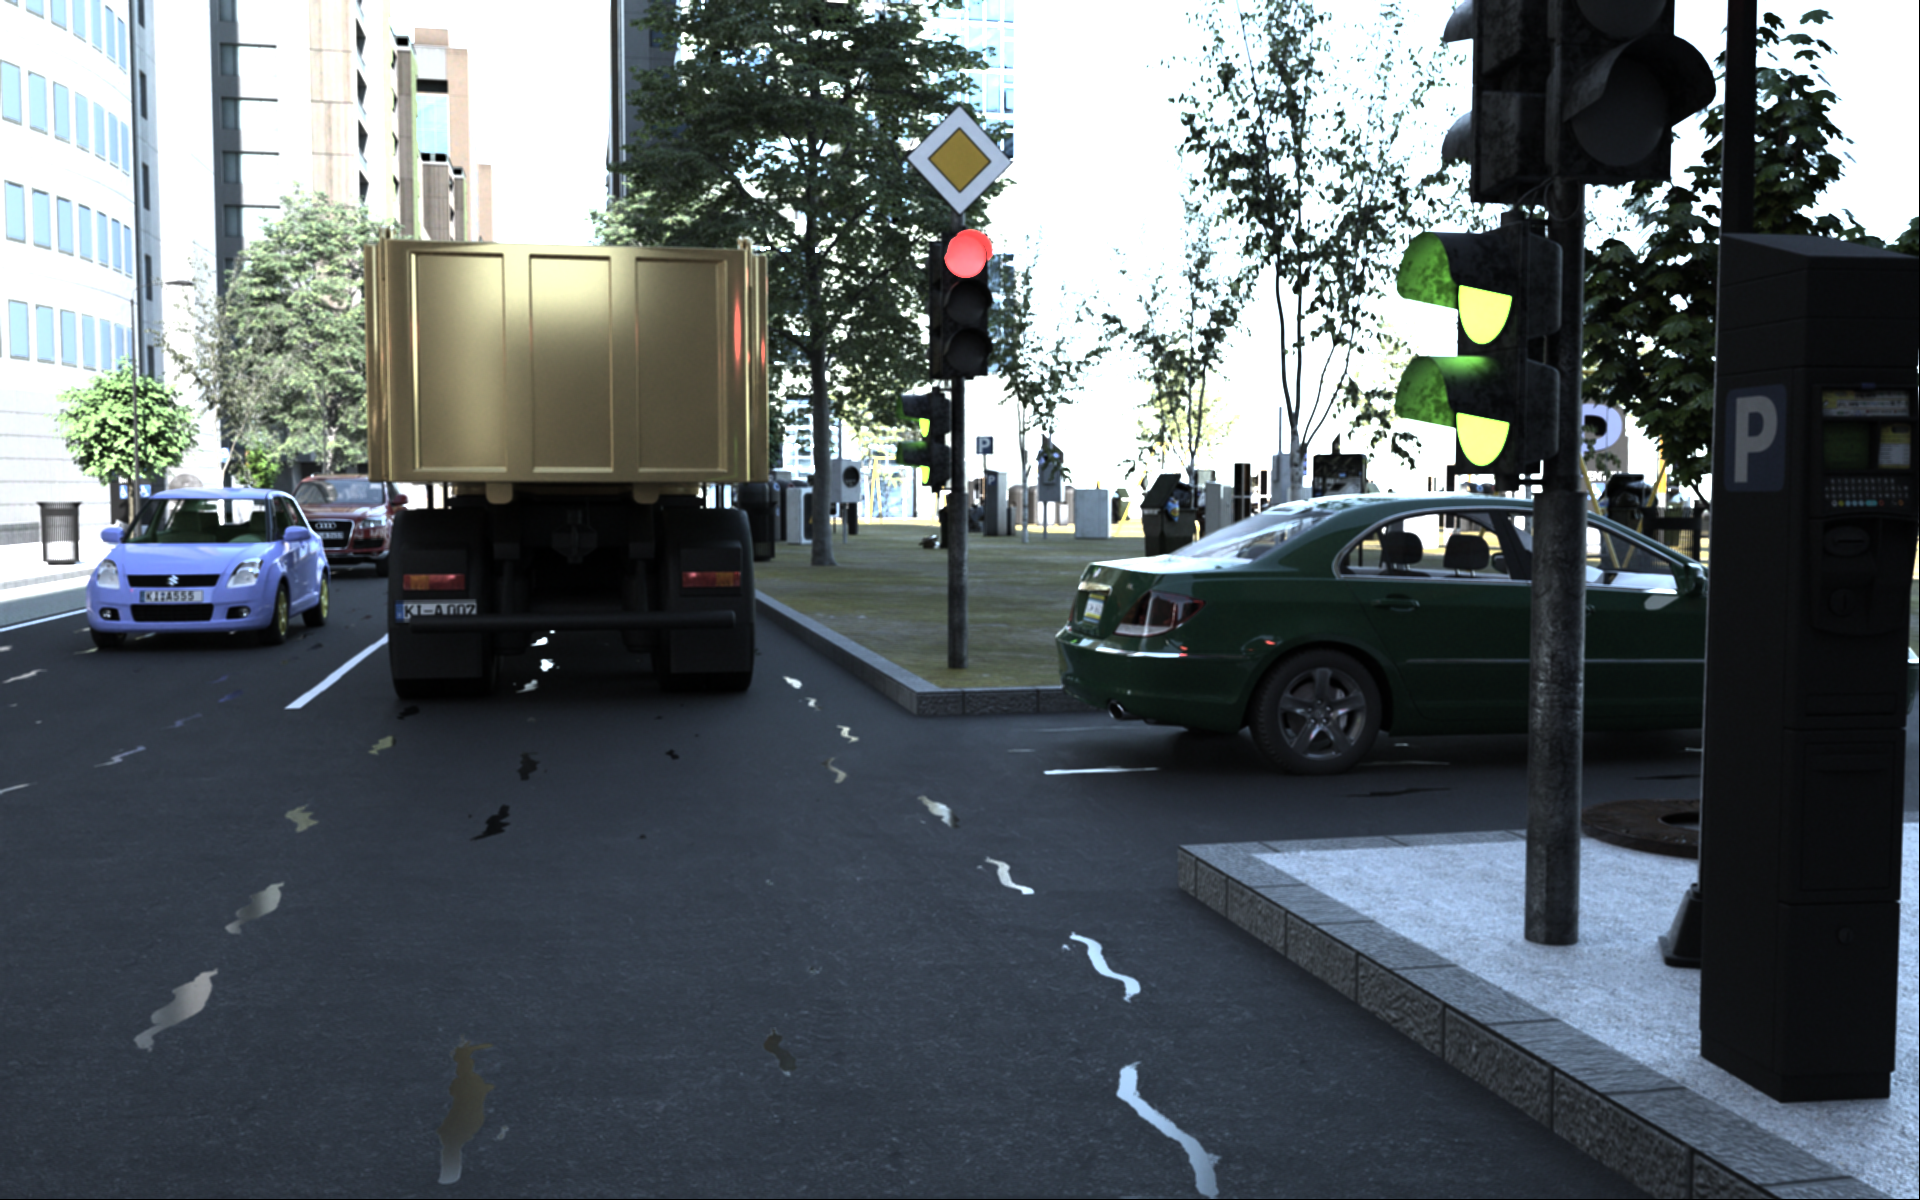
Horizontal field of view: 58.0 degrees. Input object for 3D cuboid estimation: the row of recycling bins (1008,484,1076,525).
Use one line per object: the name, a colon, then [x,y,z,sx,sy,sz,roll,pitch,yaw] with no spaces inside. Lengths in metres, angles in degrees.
row of recycling bins: [3.559,-4.070,73.655,3.534,1.692,1.069,-3,4,-37]

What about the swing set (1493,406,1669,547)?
swing set: [8.384,-1.495,22.066,3.119,2.851,2.862,-2,4,-26]

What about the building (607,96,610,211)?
building: [-26.241,-34.292,184.375,21.300,48.544,21.600,-1,4,-12]

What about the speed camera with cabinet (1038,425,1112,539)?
speed camera with cabinet: [3.303,-3.387,49.719,2.038,3.252,0.660,1,4,15]

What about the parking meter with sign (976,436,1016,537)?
parking meter with sign: [1.147,-3.469,52.982,0.543,3.016,1.738,2,4,29]

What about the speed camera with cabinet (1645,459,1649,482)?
speed camera with cabinet: [37.533,-6.137,94.681,0.660,3.252,2.038,3,5,40]

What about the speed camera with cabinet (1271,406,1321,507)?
speed camera with cabinet: [7.485,-2.688,38.284,0.660,3.252,2.038,-1,4,-9]

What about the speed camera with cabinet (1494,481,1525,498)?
speed camera with cabinet: [20.127,-4.217,63.287,0.660,3.252,2.038,0,4,-1]

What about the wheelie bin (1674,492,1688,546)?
wheelie bin: [17.390,-2.120,42.577,0.980,1.594,0.693,0,4,2]

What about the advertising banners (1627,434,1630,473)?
advertising banners: [19.130,-3.249,49.309,0.090,3.025,2.074,1,4,12]

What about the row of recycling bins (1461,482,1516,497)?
row of recycling bins: [17.882,-3.216,59.691,3.534,1.692,1.069,-3,4,-39]

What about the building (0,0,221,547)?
building: [-34.658,-30.871,46.747,21.231,58.520,28.212,-1,4,-12]

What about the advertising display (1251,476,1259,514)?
advertising display: [10.632,-3.442,61.492,0.123,1.923,0.974,-3,5,-42]

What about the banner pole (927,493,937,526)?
banner pole: [-1.109,-4.896,70.063,0.401,3.779,0.863,-1,4,-9]

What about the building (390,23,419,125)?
building: [-39.847,-20.242,102.663,14.160,30.474,14.107,-1,4,-12]

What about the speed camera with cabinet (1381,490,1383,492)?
speed camera with cabinet: [15.280,-4.420,66.605,2.038,3.252,0.660,1,4,17]

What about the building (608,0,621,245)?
building: [-24.034,-30.851,154.524,14.600,45.320,14.200,-1,4,-12]

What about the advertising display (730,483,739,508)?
advertising display: [-9.299,-4.170,73.401,0.974,1.923,0.123,-3,5,-44]

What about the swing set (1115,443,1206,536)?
swing set: [6.655,-3.433,53.757,2.862,2.851,3.119,2,4,28]

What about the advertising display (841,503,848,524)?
advertising display: [-4.803,-4.217,74.155,0.123,1.923,0.974,-3,4,-37]

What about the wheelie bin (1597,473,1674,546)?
wheelie bin: [10.029,-1.105,25.983,0.980,1.594,0.693,-2,4,-27]

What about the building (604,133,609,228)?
building: [-31.516,-33.945,209.628,22.147,44.769,28.867,-1,4,-12]

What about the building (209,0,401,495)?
building: [-36.974,-24.768,88.559,14.154,41.232,14.086,-1,4,-12]

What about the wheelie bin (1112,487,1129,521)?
wheelie bin: [7.602,-4.530,81.980,0.980,1.594,0.693,-3,4,-37]

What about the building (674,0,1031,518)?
building: [-8.401,-48.423,104.381,22.319,86.520,31.000,-1,4,-12]

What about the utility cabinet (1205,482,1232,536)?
utility cabinet: [4.756,-1.413,31.784,0.318,1.500,1.173,1,4,18]

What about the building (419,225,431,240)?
building: [-51.033,-16.967,122.457,27.650,21.520,28.899,-1,4,-12]

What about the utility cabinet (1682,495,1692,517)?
utility cabinet: [32.686,-4.125,78.608,0.306,1.237,1.020,-1,4,-23]

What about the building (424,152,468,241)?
building: [-48.820,-22.842,145.172,14.160,30.474,14.107,-1,4,-12]

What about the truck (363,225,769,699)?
truck: [-3.524,-1.223,15.915,3.469,3.379,9.791,-1,4,-12]

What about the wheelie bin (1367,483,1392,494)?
wheelie bin: [11.313,-2.444,47.870,0.693,1.594,0.980,3,5,43]

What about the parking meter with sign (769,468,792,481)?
parking meter with sign: [-5.320,-3.362,51.233,0.543,3.016,1.738,3,5,43]

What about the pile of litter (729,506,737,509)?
pile of litter: [-8.154,-3.068,64.119,1.176,0.858,1.719,2,4,30]

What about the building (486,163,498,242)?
building: [-67.872,-35.292,227.134,14.600,45.320,14.200,-1,4,-12]

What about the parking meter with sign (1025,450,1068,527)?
parking meter with sign: [3.400,-4.425,68.604,1.738,3.016,0.543,-1,4,-9]

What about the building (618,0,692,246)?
building: [-15.637,-36.202,133.904,21.231,58.520,28.212,-1,4,-12]

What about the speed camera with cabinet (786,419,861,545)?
speed camera with cabinet: [-3.488,-3.066,44.467,2.038,3.252,0.660,-3,5,-43]

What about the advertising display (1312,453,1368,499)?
advertising display: [6.010,-1.361,27.463,0.123,1.923,0.974,-3,5,-41]

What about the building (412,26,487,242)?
building: [-54.673,-31.801,170.061,14.600,45.320,14.200,-1,4,-12]

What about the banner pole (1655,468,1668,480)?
banner pole: [25.660,-4.474,63.165,0.863,3.779,0.401,-2,4,-24]

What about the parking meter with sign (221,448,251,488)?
parking meter with sign: [-27.042,-4.221,65.269,1.738,3.016,0.543,1,4,16]

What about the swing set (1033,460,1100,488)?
swing set: [5.072,-5.091,80.852,3.119,2.851,2.862,2,4,29]

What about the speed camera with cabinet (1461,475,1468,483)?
speed camera with cabinet: [26.487,-6.042,93.129,2.038,3.252,0.660,-1,4,-21]

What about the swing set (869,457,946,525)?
swing set: [-2.361,-4.694,74.363,3.119,2.851,2.862,-1,4,-13]

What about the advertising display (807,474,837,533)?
advertising display: [-4.520,-3.151,56.740,0.974,1.923,0.123,-1,4,-20]

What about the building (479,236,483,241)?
building: [-58.164,-25.261,184.721,14.160,30.474,14.107,-1,4,-12]

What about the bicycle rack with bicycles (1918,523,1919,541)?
bicycle rack with bicycles: [24.369,-1.964,45.498,2.925,0.926,2.852,2,4,25]

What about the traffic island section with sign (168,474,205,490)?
traffic island section with sign: [-14.699,-1.480,32.825,1.989,1.847,2.006,-1,4,-12]

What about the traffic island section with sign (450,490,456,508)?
traffic island section with sign: [-30.919,-5.983,106.445,1.989,1.847,2.006,-1,4,-12]

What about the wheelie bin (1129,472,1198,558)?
wheelie bin: [3.071,-1.074,25.472,0.693,1.594,0.980,-1,4,-23]

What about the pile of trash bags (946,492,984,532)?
pile of trash bags: [0.344,-3.050,59.621,1.912,1.369,3.447,-2,4,-25]

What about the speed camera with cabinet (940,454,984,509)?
speed camera with cabinet: [0.176,-5.043,76.783,2.038,3.252,0.660,1,4,15]

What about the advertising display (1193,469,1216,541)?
advertising display: [6.318,-2.418,44.749,0.123,1.923,0.974,3,4,39]

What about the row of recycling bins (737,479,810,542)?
row of recycling bins: [-5.118,-2.471,47.510,1.069,1.692,3.534,1,4,20]

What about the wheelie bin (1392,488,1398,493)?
wheelie bin: [21.504,-4.803,86.442,0.693,1.594,0.980,2,4,32]

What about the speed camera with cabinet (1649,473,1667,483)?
speed camera with cabinet: [30.151,-4.893,74.331,0.660,3.252,2.038,2,4,27]

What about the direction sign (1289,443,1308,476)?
direction sign: [14.936,-5.167,76.484,0.876,3.537,0.379,3,4,36]

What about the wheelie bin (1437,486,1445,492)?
wheelie bin: [18.914,-3.642,67.461,0.980,1.594,0.693,-3,4,-38]
